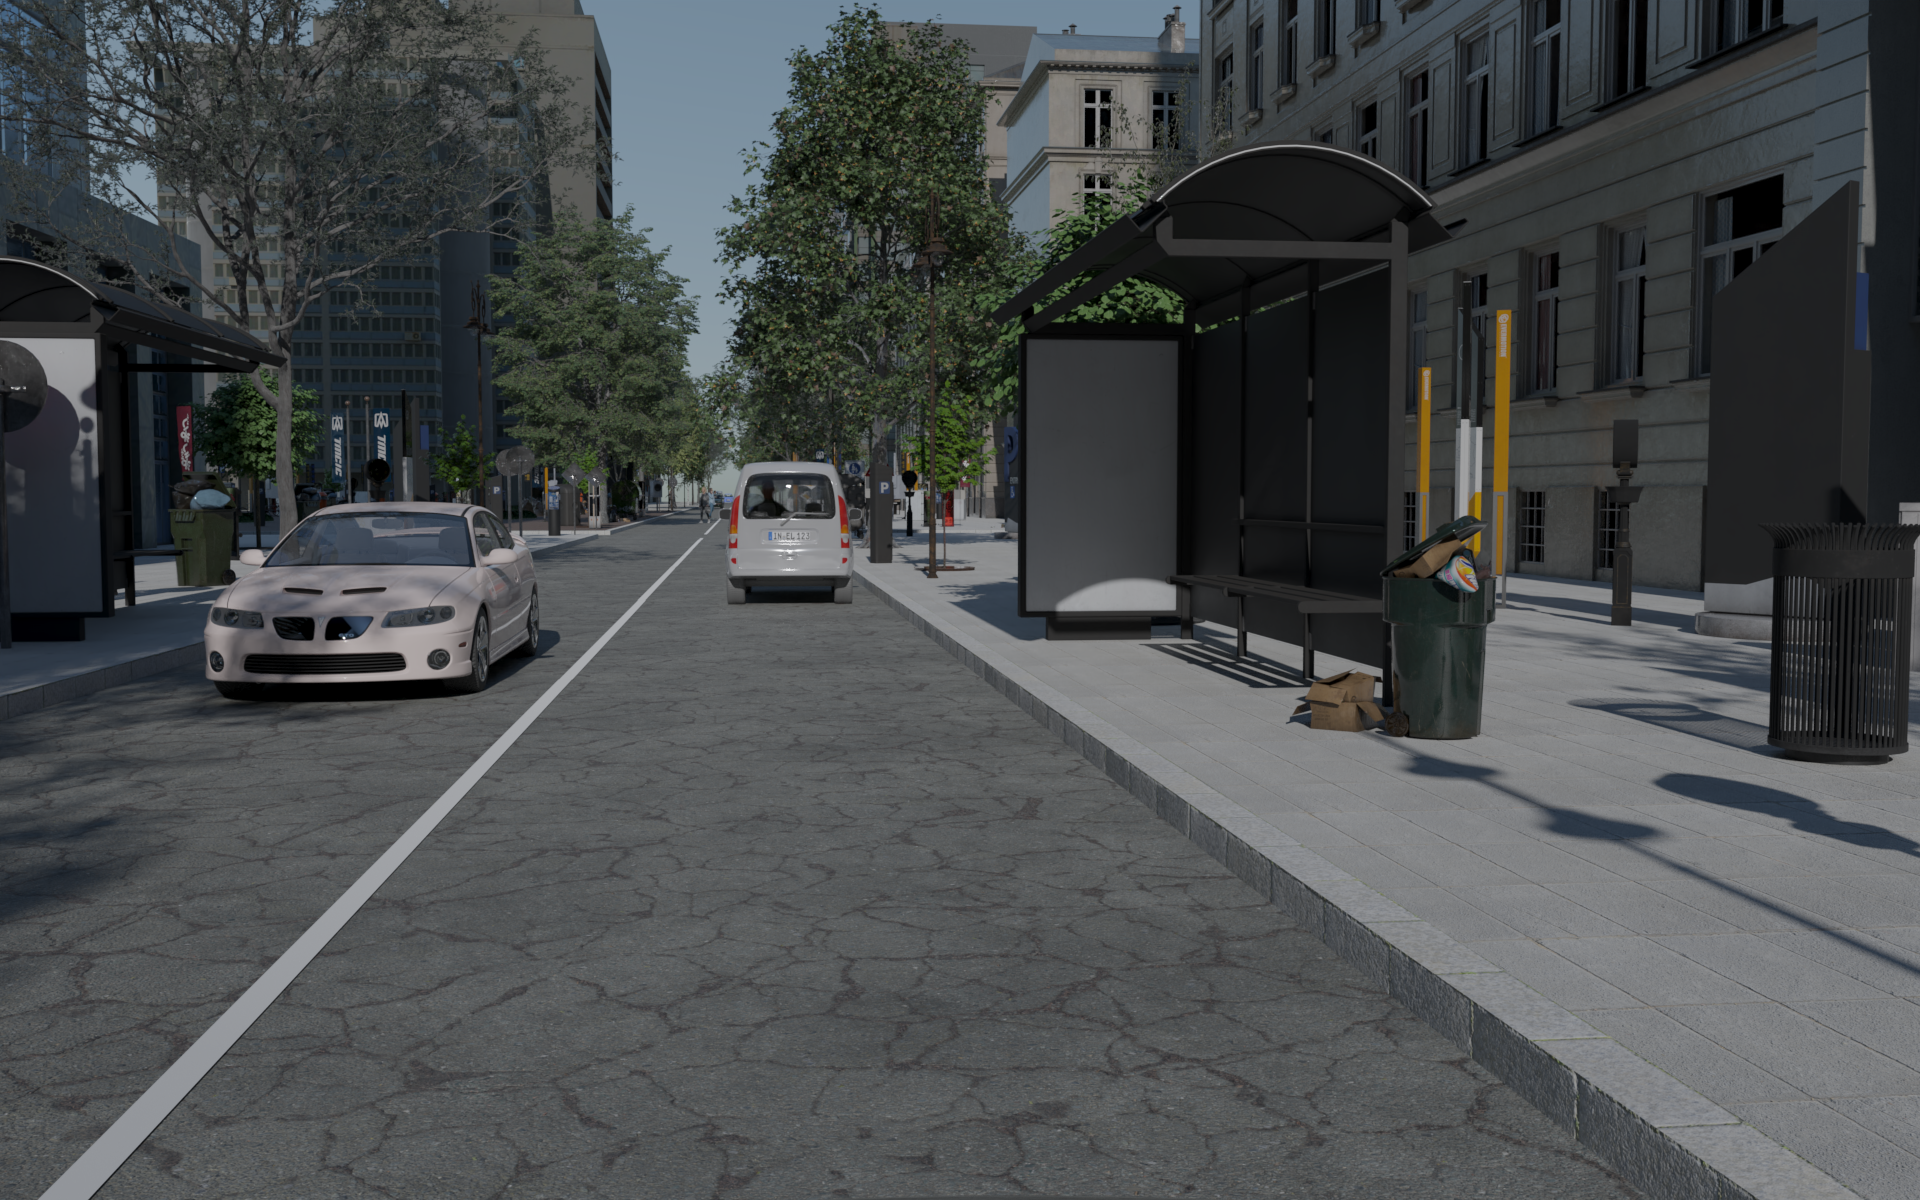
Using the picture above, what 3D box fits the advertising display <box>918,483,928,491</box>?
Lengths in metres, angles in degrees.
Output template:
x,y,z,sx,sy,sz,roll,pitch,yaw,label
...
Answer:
x,y,z,sx,sy,sz,roll,pitch,yaw,label
-2.315,-6.031,103.819,0.974,1.923,0.123,3,4,36,advertising display

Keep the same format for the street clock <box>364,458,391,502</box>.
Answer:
x,y,z,sx,sy,sz,roll,pitch,yaw,label
-11.833,-1.874,35.206,0.471,2.002,0.358,-3,5,-40,street clock

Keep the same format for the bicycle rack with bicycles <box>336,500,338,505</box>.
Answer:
x,y,z,sx,sy,sz,roll,pitch,yaw,label
-37.521,-5.562,104.328,2.925,0.926,2.852,2,4,26,bicycle rack with bicycles

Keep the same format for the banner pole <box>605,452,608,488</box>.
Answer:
x,y,z,sx,sy,sz,roll,pitch,yaw,label
-17.990,-5.960,87.467,0.401,3.779,0.863,1,4,21,banner pole

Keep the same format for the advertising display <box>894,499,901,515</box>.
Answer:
x,y,z,sx,sy,sz,roll,pitch,yaw,label
-4.101,-6.268,107.700,0.974,1.923,0.123,-3,4,-38,advertising display

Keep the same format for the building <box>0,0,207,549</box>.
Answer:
x,y,z,sx,sy,sz,roll,pitch,yaw,label
-33.608,-43.848,29.580,31.000,86.520,22.319,0,4,-7,building

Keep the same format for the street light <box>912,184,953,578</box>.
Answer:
x,y,z,sx,sy,sz,roll,pitch,yaw,label
-0.419,-3.269,26.230,0.468,5.910,1.993,0,4,-7,street light

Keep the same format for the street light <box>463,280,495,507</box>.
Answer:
x,y,z,sx,sy,sz,roll,pitch,yaw,label
-10.395,-3.960,37.541,0.468,5.910,1.993,0,4,-7,street light

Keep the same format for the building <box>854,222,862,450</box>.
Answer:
x,y,z,sx,sy,sz,roll,pitch,yaw,label
-3.383,-29.684,168.921,14.154,41.232,14.086,0,4,-7,building

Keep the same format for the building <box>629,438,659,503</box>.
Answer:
x,y,z,sx,sy,sz,roll,pitch,yaw,label
-60.487,-25.563,262.999,27.650,21.520,28.899,0,4,-7,building

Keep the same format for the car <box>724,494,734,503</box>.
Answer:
x,y,z,sx,sy,sz,roll,pitch,yaw,label
-36.339,-16.029,271.668,1.945,1.707,3.694,0,4,-7,car

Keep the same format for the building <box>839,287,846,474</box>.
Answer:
x,y,z,sx,sy,sz,roll,pitch,yaw,label
-11.975,-28.515,237.919,14.160,30.474,14.107,0,4,-7,building

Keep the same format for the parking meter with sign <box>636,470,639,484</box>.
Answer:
x,y,z,sx,sy,sz,roll,pitch,yaw,label
-23.082,-7.779,123.448,0.543,3.016,1.738,1,4,12,parking meter with sign

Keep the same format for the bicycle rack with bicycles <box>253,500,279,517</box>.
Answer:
x,y,z,sx,sy,sz,roll,pitch,yaw,label
-38.956,-5.277,99.658,2.925,0.926,2.852,-1,4,-16,bicycle rack with bicycles

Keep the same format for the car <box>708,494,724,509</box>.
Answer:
x,y,z,sx,sy,sz,roll,pitch,yaw,label
-24.551,-9.989,173.104,2.009,1.686,4.222,0,4,-5,car

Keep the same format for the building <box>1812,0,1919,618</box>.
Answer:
x,y,z,sx,sy,sz,roll,pitch,yaw,label
16.248,-13.848,3.913,11.434,29.767,29.804,0,4,-7,building

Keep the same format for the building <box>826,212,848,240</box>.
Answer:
x,y,z,sx,sy,sz,roll,pitch,yaw,label
-10.645,-43.870,259.272,21.231,58.520,28.212,0,4,-7,building

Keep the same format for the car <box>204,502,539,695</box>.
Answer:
x,y,z,sx,sy,sz,roll,pitch,yaw,label
-4.533,-0.095,13.919,2.083,1.381,4.827,0,4,-6,car

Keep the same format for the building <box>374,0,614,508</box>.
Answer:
x,y,z,sx,sy,sz,roll,pitch,yaw,label
-45.361,-33.336,168.745,21.300,48.544,21.600,0,4,-7,building

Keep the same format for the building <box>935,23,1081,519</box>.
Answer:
x,y,z,sx,sy,sz,roll,pitch,yaw,label
5.425,-18.655,102.268,12.463,27.353,25.104,0,4,-7,building

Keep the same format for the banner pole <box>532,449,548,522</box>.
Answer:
x,y,z,sx,sy,sz,roll,pitch,yaw,label
-19.440,-5.511,80.121,0.863,3.779,0.401,-3,5,-44,banner pole

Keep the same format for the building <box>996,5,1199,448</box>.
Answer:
x,y,z,sx,sy,sz,roll,pitch,yaw,label
19.901,-16.021,81.026,34.723,24.649,14.460,0,4,-7,building

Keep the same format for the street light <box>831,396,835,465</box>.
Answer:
x,y,z,sx,sy,sz,roll,pitch,yaw,label
-4.020,-5.016,54.795,0.468,5.910,1.993,0,4,-7,street light

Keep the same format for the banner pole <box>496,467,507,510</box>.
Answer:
x,y,z,sx,sy,sz,roll,pitch,yaw,label
-29.868,-7.523,113.021,0.863,3.779,0.401,-2,4,-31,banner pole

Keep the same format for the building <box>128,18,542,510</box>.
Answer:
x,y,z,sx,sy,sz,roll,pitch,yaw,label
-48.856,-27.753,145.637,32.217,40.220,23.993,0,4,-7,building

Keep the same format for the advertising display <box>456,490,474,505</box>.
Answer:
x,y,z,sx,sy,sz,roll,pitch,yaw,label
-17.420,-3.409,60.949,0.974,1.923,0.123,3,5,41,advertising display

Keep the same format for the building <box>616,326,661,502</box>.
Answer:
x,y,z,sx,sy,sz,roll,pitch,yaw,label
-56.823,-31.430,285.575,14.160,30.474,14.107,0,4,-7,building

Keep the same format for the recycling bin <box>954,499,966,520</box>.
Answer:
x,y,z,sx,sy,sz,roll,pitch,yaw,label
-0.114,-4.407,84.602,0.722,1.027,0.722,1,4,9,recycling bin

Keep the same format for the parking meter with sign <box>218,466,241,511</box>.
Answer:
x,y,z,sx,sy,sz,roll,pitch,yaw,label
-47.296,-7.083,112.067,1.738,3.016,0.543,1,4,13,parking meter with sign

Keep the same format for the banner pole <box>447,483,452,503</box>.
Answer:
x,y,z,sx,sy,sz,roll,pitch,yaw,label
-37.321,-8.381,127.043,0.863,3.779,0.401,-2,4,-30,banner pole

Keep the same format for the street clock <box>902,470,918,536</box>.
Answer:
x,y,z,sx,sy,sz,roll,pitch,yaw,label
-1.525,-2.927,52.422,0.471,2.002,0.358,0,4,4,street clock

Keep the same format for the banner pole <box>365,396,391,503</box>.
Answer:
x,y,z,sx,sy,sz,roll,pitch,yaw,label
-14.970,-3.329,44.454,0.863,3.779,0.401,1,4,11,banner pole

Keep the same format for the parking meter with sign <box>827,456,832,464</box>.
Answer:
x,y,z,sx,sy,sz,roll,pitch,yaw,label
-5.895,-5.123,80.025,0.543,3.016,1.738,0,4,-7,parking meter with sign

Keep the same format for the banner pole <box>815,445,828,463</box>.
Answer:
x,y,z,sx,sy,sz,roll,pitch,yaw,label
-6.699,-5.795,84.758,0.863,3.779,0.401,-2,4,-26,banner pole

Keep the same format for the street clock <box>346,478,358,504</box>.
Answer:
x,y,z,sx,sy,sz,roll,pitch,yaw,label
-27.006,-4.429,76.984,0.358,2.002,0.471,3,5,40,street clock

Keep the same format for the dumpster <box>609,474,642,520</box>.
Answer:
x,y,z,sx,sy,sz,roll,pitch,yaw,label
-16.421,-5.042,84.937,1.502,2.255,1.985,0,4,-7,dumpster

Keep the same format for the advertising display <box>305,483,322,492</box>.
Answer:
x,y,z,sx,sy,sz,roll,pitch,yaw,label
-36.610,-5.683,98.124,0.974,1.923,0.123,0,4,1,advertising display

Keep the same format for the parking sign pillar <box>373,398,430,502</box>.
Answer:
x,y,z,sx,sy,sz,roll,pitch,yaw,label
-15.580,-3.713,49.183,1.447,3.967,1.447,3,5,45,parking sign pillar

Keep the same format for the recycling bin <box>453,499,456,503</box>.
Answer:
x,y,z,sx,sy,sz,roll,pitch,yaw,label
-28.060,-5.189,97.402,0.722,1.027,0.722,-2,4,-35,recycling bin

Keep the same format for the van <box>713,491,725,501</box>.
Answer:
x,y,z,sx,sy,sz,roll,pitch,yaw,label
-31.672,-13.415,226.341,2.013,2.044,4.112,0,4,-7,van

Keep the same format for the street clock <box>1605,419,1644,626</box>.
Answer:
x,y,z,sx,sy,sz,roll,pitch,yaw,label
6.465,-0.752,16.872,0.358,2.002,0.471,1,4,20,street clock

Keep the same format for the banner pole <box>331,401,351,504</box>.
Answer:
x,y,z,sx,sy,sz,roll,pitch,yaw,label
-16.652,-3.469,46.728,0.863,3.779,0.401,2,4,26,banner pole

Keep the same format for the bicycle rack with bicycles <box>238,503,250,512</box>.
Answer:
x,y,z,sx,sy,sz,roll,pitch,yaw,label
-50.086,-6.801,124.580,2.852,0.926,2.925,-2,4,-29,bicycle rack with bicycles

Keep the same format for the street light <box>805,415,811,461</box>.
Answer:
x,y,z,sx,sy,sz,roll,pitch,yaw,label
-7.110,-6.571,80.217,0.468,5.910,1.993,0,4,-7,street light

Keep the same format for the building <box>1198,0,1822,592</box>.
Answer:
x,y,z,sx,sy,sz,roll,pitch,yaw,label
15.445,-12.284,34.127,16.112,22.955,30.059,0,4,-7,building

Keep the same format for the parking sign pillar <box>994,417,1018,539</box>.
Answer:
x,y,z,sx,sy,sz,roll,pitch,yaw,label
1.698,-3.751,49.805,1.447,3.967,1.447,-1,4,-18,parking sign pillar

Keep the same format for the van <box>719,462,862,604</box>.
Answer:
x,y,z,sx,sy,sz,roll,pitch,yaw,label
-2.340,-1.033,23.901,2.013,2.044,4.112,0,4,-5,van

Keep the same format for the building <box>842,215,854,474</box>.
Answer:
x,y,z,sx,sy,sz,roll,pitch,yaw,label
-1.601,-35.005,191.947,23.786,49.044,30.456,0,4,-7,building

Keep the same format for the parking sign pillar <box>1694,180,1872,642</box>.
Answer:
x,y,z,sx,sy,sz,roll,pitch,yaw,label
7.456,-1.660,15.613,1.447,3.967,1.447,-2,4,-32,parking sign pillar

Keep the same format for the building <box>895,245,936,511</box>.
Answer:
x,y,z,sx,sy,sz,roll,pitch,yaw,label
2.108,-17.453,127.156,13.314,21.916,24.055,0,4,-7,building

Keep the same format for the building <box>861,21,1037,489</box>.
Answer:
x,y,z,sx,sy,sz,roll,pitch,yaw,label
-1.039,-28.816,154.728,14.154,41.232,14.086,0,4,-7,building

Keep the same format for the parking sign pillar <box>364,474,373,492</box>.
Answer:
x,y,z,sx,sy,sz,roll,pitch,yaw,label
-44.185,-8.669,130.213,1.447,3.967,1.447,2,4,31,parking sign pillar
